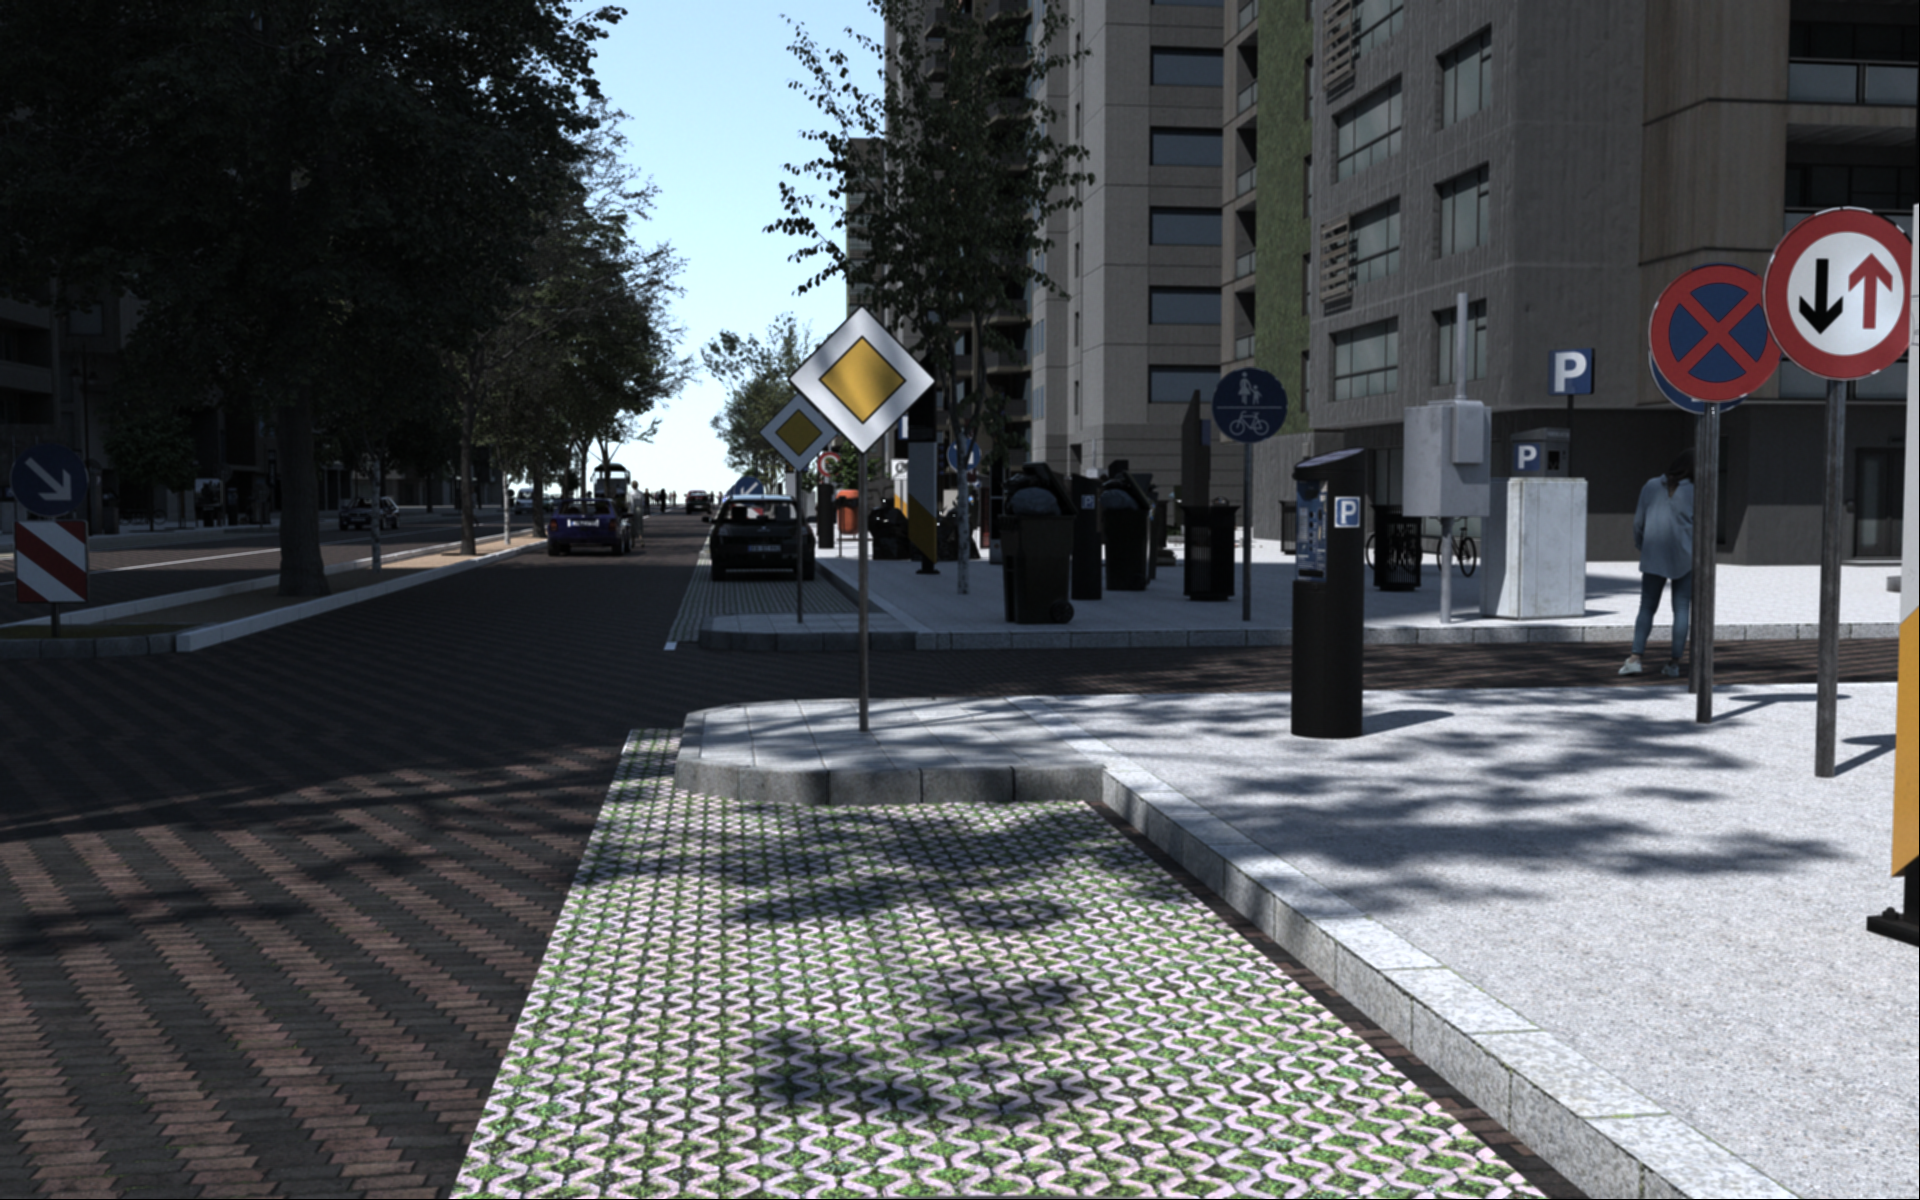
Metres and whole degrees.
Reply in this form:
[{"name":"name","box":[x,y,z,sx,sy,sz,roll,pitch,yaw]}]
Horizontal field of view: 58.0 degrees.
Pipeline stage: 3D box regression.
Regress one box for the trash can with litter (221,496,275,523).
[{"name":"trash can with litter","box":[-32.034,-4.072,77.642,2.233,1.210,1.678,1,4,18]}]

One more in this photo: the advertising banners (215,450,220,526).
[{"name":"advertising banners","box":[-29.623,-4.456,69.049,0.090,3.025,2.074,-1,4,-20]}]

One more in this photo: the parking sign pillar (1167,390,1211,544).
[{"name":"parking sign pillar","box":[6.171,-3.483,45.418,1.447,3.967,1.447,0,4,-7]}]

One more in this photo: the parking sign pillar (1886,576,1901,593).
[{"name":"parking sign pillar","box":[12.937,-2.084,22.541,1.447,3.967,1.447,1,4,9]}]

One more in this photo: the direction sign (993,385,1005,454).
[{"name":"direction sign","box":[0.811,-2.714,36.376,0.379,3.537,0.876,1,4,16]}]

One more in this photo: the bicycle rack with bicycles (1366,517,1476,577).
[{"name":"bicycle rack with bicycles","box":[6.818,-0.890,27.933,2.852,0.926,2.925,0,4,1]}]

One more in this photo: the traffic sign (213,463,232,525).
[{"name":"traffic sign","box":[-30.081,-4.316,70.677,0.768,2.556,0.104,0,4,-5]}]

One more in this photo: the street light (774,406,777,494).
[{"name":"street light","box":[-9.700,-7.238,91.122,0.468,5.910,1.993,0,4,-8]}]

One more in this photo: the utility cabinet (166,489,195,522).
[{"name":"utility cabinet","box":[-35.892,-4.348,79.775,1.173,1.500,0.318,-2,4,-33]}]

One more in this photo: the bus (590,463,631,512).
[{"name":"bus","box":[-27.894,-9.023,139.077,2.896,3.916,12.252,-1,4,-9]}]

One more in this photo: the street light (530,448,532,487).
[{"name":"street light","box":[-42.869,-12.244,172.975,0.468,5.910,1.993,0,4,-8]}]

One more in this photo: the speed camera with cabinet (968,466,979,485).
[{"name":"speed camera with cabinet","box":[0.468,-4.656,70.466,0.660,3.252,2.038,0,4,2]}]

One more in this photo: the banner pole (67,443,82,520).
[{"name":"banner pole","box":[-43.370,-5.795,84.760,0.863,3.779,0.401,-1,4,-20]}]

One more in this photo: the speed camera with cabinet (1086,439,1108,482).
[{"name":"speed camera with cabinet","box":[4.459,-4.110,61.542,0.660,3.252,2.038,3,5,44]}]

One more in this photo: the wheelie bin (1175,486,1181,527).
[{"name":"wheelie bin","box":[8.216,-3.447,64.272,0.980,1.594,0.693,0,4,0]}]

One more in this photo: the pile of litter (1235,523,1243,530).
[{"name":"pile of litter","box":[9.391,-2.927,61.824,1.719,0.858,1.176,1,4,16]}]

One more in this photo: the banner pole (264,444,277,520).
[{"name":"banner pole","box":[-34.268,-5.870,85.989,0.863,3.779,0.401,1,4,15]}]

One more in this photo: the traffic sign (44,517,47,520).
[{"name":"traffic sign","box":[-27.477,-3.174,51.999,0.768,2.556,0.104,0,4,-1]}]

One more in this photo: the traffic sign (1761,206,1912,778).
[{"name":"traffic sign","box":[3.927,-0.470,7.789,0.768,2.556,0.104,0,4,-5]}]

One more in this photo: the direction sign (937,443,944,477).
[{"name":"direction sign","box":[-1.058,-5.206,77.113,0.876,3.537,0.379,-3,5,-40]}]

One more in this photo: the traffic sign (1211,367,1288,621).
[{"name":"traffic sign","box":[2.906,-1.063,17.489,0.768,2.556,0.104,0,4,2]}]

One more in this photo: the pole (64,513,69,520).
[{"name":"pole","box":[-44.768,-5.676,86.640,0.158,3.312,0.155,0,3,0]}]

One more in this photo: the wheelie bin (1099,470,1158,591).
[{"name":"wheelie bin","box":[2.222,-0.933,23.164,0.693,1.594,0.980,1,4,10]}]

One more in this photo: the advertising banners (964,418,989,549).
[{"name":"advertising banners","box":[0.628,-2.729,40.812,0.090,3.025,2.074,2,4,31]}]

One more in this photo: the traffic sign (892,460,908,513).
[{"name":"traffic sign","box":[-1.733,-3.007,51.298,0.606,2.300,0.079,0,3,0]}]

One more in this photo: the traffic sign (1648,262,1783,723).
[{"name":"traffic sign","box":[4.176,-0.583,9.644,0.768,2.556,0.104,0,4,0]}]

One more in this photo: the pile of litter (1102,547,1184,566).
[{"name":"pile of litter","box":[3.367,-1.037,30.918,1.719,0.858,1.176,0,4,2]}]

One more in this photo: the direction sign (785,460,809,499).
[{"name":"direction sign","box":[-6.078,-4.433,64.471,0.876,3.537,0.379,0,4,-1]}]

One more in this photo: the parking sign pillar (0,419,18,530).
[{"name":"parking sign pillar","box":[-33.976,-4.476,61.655,1.447,3.967,1.447,-3,5,-42]}]

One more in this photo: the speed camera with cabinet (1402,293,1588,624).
[{"name":"speed camera with cabinet","box":[5.466,-1.425,17.635,2.038,3.252,0.660,-2,4,-28]}]

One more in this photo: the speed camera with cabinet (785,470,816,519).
[{"name":"speed camera with cabinet","box":[-8.010,-5.701,87.554,0.660,3.252,2.038,-2,4,-33]}]

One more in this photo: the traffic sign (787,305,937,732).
[{"name":"traffic sign","box":[-0.523,-0.346,9.292,0.795,2.450,0.064,0,4,-8]}]

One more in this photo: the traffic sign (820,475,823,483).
[{"name":"traffic sign","box":[-7.099,-5.581,91.348,0.768,2.556,0.104,0,4,-1]}]

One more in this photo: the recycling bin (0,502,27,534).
[{"name":"recycling bin","box":[-30.436,-2.640,55.720,0.722,1.027,0.722,-2,4,-30]}]

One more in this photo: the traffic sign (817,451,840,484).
[{"name":"traffic sign","box":[-3.889,-3.165,51.851,0.768,2.556,0.104,0,4,-4]}]

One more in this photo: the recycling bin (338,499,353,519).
[{"name":"recycling bin","box":[-31.198,-4.631,88.273,0.722,1.027,0.722,3,5,43]}]

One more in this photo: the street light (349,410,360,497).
[{"name":"street light","box":[-31.730,-7.229,90.980,0.468,5.910,1.993,0,4,-8]}]

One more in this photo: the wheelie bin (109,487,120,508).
[{"name":"wheelie bin","box":[-36.442,-4.062,74.326,0.693,1.594,0.980,-2,4,-33]}]

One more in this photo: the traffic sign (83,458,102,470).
[{"name":"traffic sign","box":[-31.082,-3.783,61.955,0.768,2.556,0.104,0,4,-7]}]

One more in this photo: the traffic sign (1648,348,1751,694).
[{"name":"traffic sign","box":[4.735,-0.671,11.076,0.768,2.556,0.104,0,4,-3]}]

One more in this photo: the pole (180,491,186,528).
[{"name":"pole","box":[-29.061,-4.333,64.693,0.158,3.312,0.155,0,3,0]}]

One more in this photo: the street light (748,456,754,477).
[{"name":"street light","box":[-19.949,-11.902,167.378,0.468,5.910,1.993,0,4,-8]}]

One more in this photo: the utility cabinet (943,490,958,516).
[{"name":"utility cabinet","box":[-0.289,-4.925,89.208,1.173,1.500,0.318,3,4,36]}]

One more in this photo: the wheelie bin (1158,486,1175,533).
[{"name":"wheelie bin","box":[2.598,-1.115,26.141,0.980,1.594,0.693,3,4,37]}]

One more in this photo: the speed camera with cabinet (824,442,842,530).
[{"name":"speed camera with cabinet","box":[-4.248,-4.190,62.848,0.660,3.252,2.038,-2,4,-29]}]

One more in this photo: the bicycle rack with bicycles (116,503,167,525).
[{"name":"bicycle rack with bicycles","box":[-34.844,-3.619,72.555,2.925,0.926,2.852,-2,4,-26]}]

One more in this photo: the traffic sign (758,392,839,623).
[{"name":"traffic sign","box":[-1.598,-0.829,17.204,0.795,2.450,0.064,0,4,-8]}]

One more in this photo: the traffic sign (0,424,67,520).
[{"name":"traffic sign","box":[-27.083,-3.448,50.242,2.265,3.308,0.079,0,4,-5]}]

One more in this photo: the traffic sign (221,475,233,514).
[{"name":"traffic sign","box":[-30.540,-4.323,71.864,0.795,2.450,0.064,0,4,-5]}]

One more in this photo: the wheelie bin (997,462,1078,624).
[{"name":"wheelie bin","box":[0.759,-0.572,17.256,0.693,1.594,0.980,-1,4,-18]}]

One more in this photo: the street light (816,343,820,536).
[{"name":"street light","box":[-4.359,-4.921,53.246,0.468,5.910,1.993,0,4,-8]}]

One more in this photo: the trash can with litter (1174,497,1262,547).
[{"name":"trash can with litter","box":[6.172,-1.907,42.237,1.678,1.210,2.233,-2,4,-34]}]

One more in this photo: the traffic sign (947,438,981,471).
[{"name":"traffic sign","box":[0.090,-2.391,39.206,0.768,2.556,0.104,0,4,-1]}]

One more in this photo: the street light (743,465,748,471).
[{"name":"street light","box":[-25.814,-14.566,210.934,0.468,5.910,1.993,0,4,-8]}]

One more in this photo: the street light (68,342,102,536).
[{"name":"street light","box":[-26.530,-4.883,52.622,0.468,5.910,1.993,0,4,-8]}]

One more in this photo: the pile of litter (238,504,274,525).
[{"name":"pile of litter","box":[-29.803,-3.601,72.834,1.719,0.858,1.176,-1,4,-13]}]

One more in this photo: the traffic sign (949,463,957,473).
[{"name":"traffic sign","box":[0.084,-2.769,45.386,0.768,2.556,0.104,0,4,2]}]

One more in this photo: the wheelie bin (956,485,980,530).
[{"name":"wheelie bin","box":[0.288,-3.339,62.503,0.693,1.594,0.980,-3,4,-38]}]

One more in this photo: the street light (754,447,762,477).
[{"name":"street light","box":[-14.912,-9.582,129.461,0.468,5.910,1.993,0,4,-8]}]
